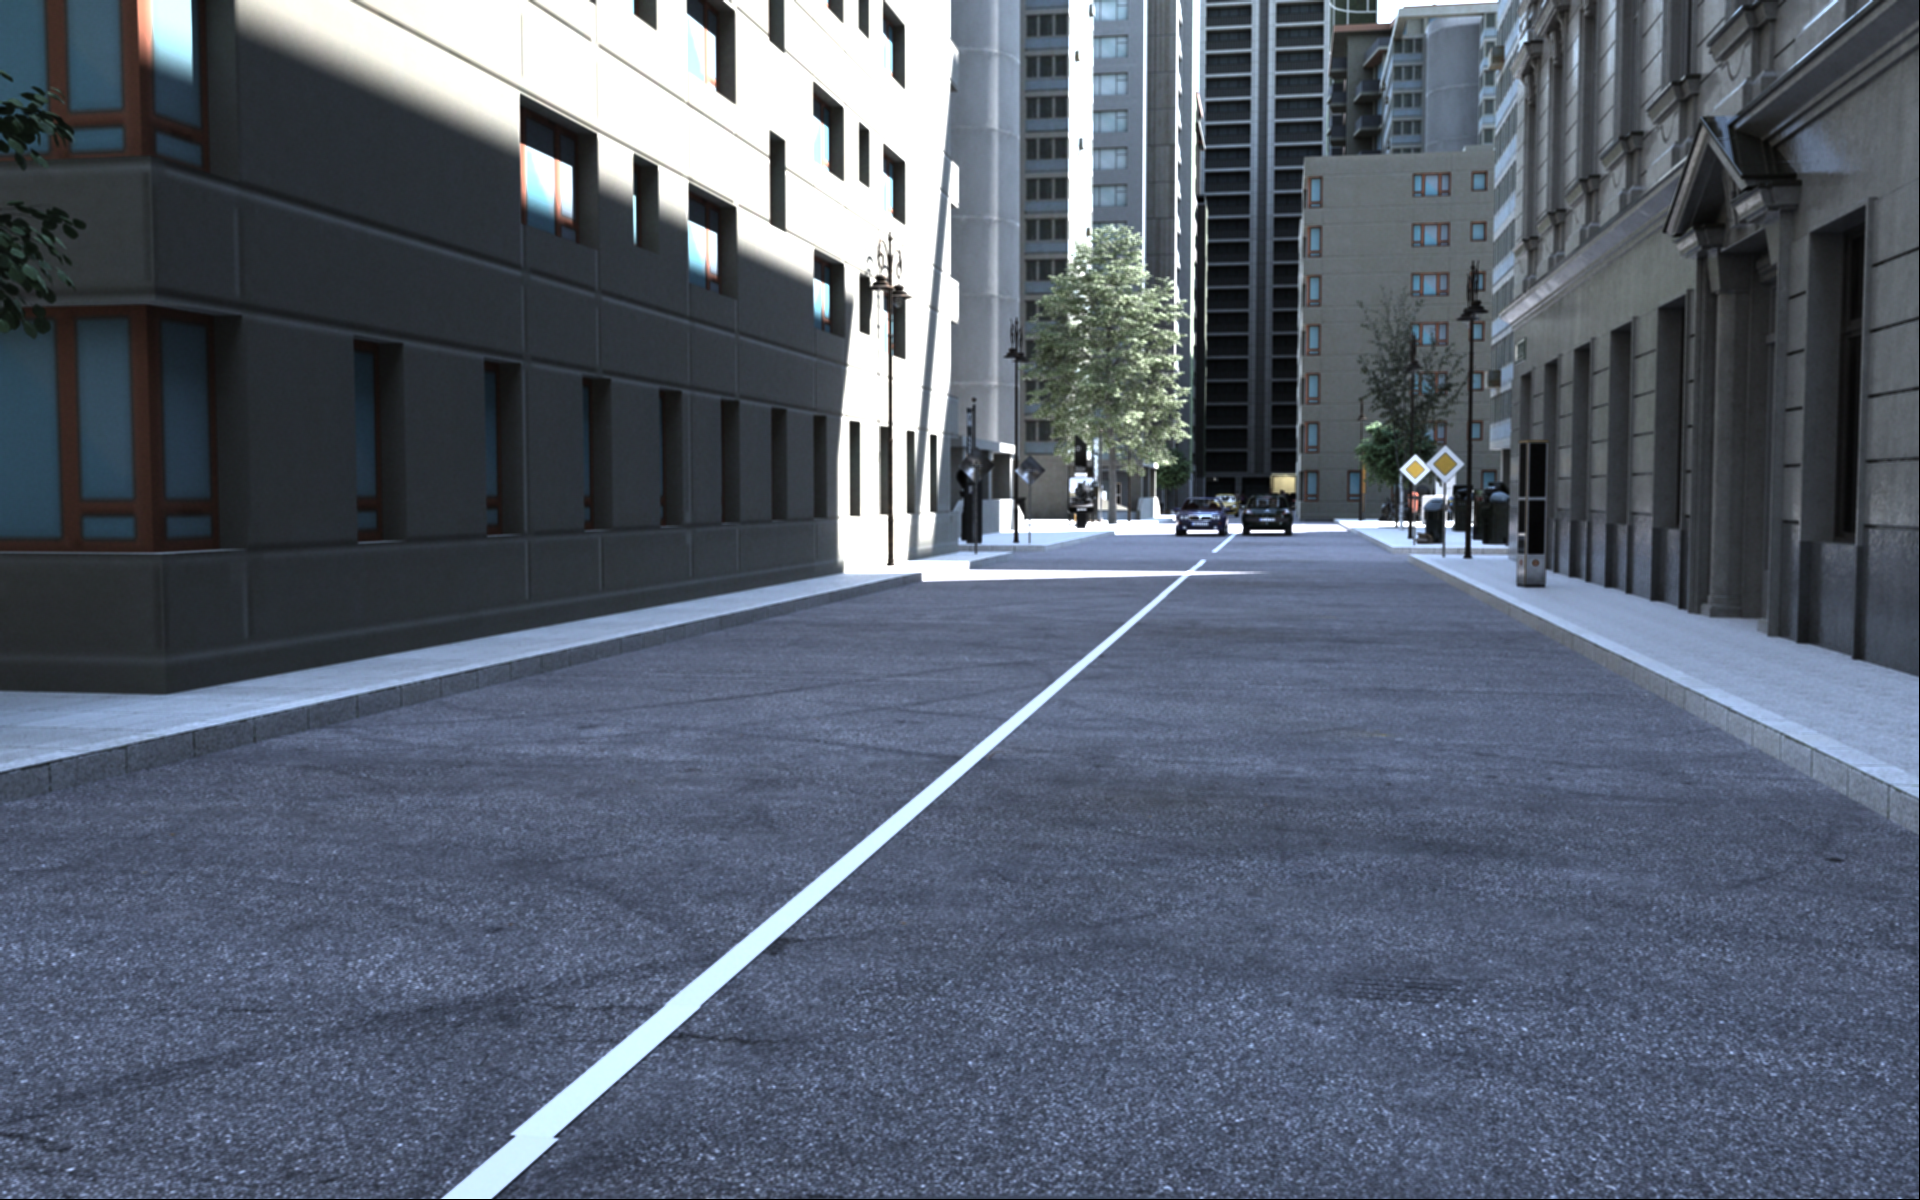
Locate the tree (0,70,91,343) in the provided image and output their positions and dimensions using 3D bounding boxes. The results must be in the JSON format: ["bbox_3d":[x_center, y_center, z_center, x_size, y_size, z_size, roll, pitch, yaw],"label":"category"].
[{"bbox_3d":[-6.203,-1.503,8.287,4.285,4.588,4.351,0,3,0],"label":"tree"}]

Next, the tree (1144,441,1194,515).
[{"bbox_3d":[12.847,-7.586,107.739,4.285,4.588,4.351,0,3,0],"label":"tree"}]

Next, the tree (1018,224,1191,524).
[{"bbox_3d":[6.107,-9.513,73.663,7.486,12.596,7.792,0,3,0],"label":"tree"}]

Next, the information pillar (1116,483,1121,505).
[{"bbox_3d":[10.660,-6.853,116.534,0.304,2.012,0.304,0,4,2],"label":"information pillar"}]

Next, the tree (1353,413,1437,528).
[{"bbox_3d":[16.900,-5.092,66.962,4.285,4.588,4.351,0,3,0],"label":"tree"}]

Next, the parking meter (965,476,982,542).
[{"bbox_3d":[0.364,-2.438,45.573,0.399,1.863,0.255,3,4,36],"label":"parking meter"}]

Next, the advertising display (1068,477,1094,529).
[{"bbox_3d":[4.462,-3.584,63.811,0.974,1.923,0.123,0,4,-7],"label":"advertising display"}]

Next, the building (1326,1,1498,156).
[{"bbox_3d":[45.114,-30.910,160.007,22.147,44.769,28.867,1,4,10],"label":"building"}]

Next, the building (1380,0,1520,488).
[{"bbox_3d":[45.253,-26.956,132.609,32.217,40.220,23.993,1,4,10],"label":"building"}]

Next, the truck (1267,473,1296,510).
[{"bbox_3d":[29.922,-10.006,159.520,3.469,3.379,9.791,1,4,11],"label":"truck"}]

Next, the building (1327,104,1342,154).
[{"bbox_3d":[45.511,-30.505,182.352,14.154,41.232,14.086,1,4,10],"label":"building"}]

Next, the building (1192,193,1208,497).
[{"bbox_3d":[15.675,-23.858,161.781,14.160,30.474,14.107,1,4,10],"label":"building"}]

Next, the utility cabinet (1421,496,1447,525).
[{"bbox_3d":[19.783,-3.737,72.268,1.020,1.237,0.306,3,5,43],"label":"utility cabinet"}]

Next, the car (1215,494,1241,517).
[{"bbox_3d":[16.634,-6.020,108.657,2.015,1.641,3.980,1,4,10],"label":"car"}]

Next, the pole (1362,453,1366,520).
[{"bbox_3d":[19.965,-5.611,85.583,0.158,3.312,0.155,0,3,0],"label":"pole"}]

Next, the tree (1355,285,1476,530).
[{"bbox_3d":[15.653,-6.750,60.731,4.360,8.622,3.978,0,3,0],"label":"tree"}]

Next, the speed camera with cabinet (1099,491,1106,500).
[{"bbox_3d":[7.805,-6.759,104.838,2.038,3.252,0.660,1,4,12],"label":"speed camera with cabinet"}]

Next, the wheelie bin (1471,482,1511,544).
[{"bbox_3d":[13.712,-2.224,44.264,0.693,1.594,0.980,-1,4,-19],"label":"wheelie bin"}]

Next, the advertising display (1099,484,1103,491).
[{"bbox_3d":[9.399,-6.758,115.701,0.123,1.923,0.974,1,4,18],"label":"advertising display"}]

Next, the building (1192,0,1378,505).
[{"bbox_3d":[39.273,-47.075,207.931,20.611,71.187,20.563,1,4,10],"label":"building"}]

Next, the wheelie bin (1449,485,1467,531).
[{"bbox_3d":[17.354,-3.167,59.682,0.980,1.594,0.693,1,4,10],"label":"wheelie bin"}]

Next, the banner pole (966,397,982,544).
[{"bbox_3d":[0.293,-3.335,44.549,0.401,3.779,0.863,1,4,17],"label":"banner pole"}]

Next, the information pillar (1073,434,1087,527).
[{"bbox_3d":[4.709,-4.672,67.735,0.504,3.616,0.183,2,4,24],"label":"information pillar"}]

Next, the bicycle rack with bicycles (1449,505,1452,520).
[{"bbox_3d":[25.082,-4.385,85.079,2.852,0.926,2.925,-1,4,-22],"label":"bicycle rack with bicycles"}]

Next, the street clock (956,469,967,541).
[{"bbox_3d":[0.144,-2.646,47.826,0.471,2.002,0.358,-1,4,-12],"label":"street clock"}]

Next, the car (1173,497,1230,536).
[{"bbox_3d":[8.439,-2.918,60.293,1.945,1.354,3.894,1,4,10],"label":"car"}]

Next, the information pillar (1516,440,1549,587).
[{"bbox_3d":[7.894,-1.186,23.887,0.304,2.012,0.304,0,4,-5],"label":"information pillar"}]

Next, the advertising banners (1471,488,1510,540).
[{"bbox_3d":[15.099,-3.156,47.794,2.074,3.025,0.090,3,4,38],"label":"advertising banners"}]

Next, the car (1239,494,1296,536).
[{"bbox_3d":[10.847,-3.138,61.094,2.009,1.686,4.222,1,4,10],"label":"car"}]

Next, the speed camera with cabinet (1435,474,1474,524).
[{"bbox_3d":[21.731,-4.955,75.357,2.038,3.252,0.660,-1,4,-16],"label":"speed camera with cabinet"}]

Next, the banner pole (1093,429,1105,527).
[{"bbox_3d":[5.331,-4.708,66.993,0.401,3.779,0.863,-2,4,-24],"label":"banner pole"}]
